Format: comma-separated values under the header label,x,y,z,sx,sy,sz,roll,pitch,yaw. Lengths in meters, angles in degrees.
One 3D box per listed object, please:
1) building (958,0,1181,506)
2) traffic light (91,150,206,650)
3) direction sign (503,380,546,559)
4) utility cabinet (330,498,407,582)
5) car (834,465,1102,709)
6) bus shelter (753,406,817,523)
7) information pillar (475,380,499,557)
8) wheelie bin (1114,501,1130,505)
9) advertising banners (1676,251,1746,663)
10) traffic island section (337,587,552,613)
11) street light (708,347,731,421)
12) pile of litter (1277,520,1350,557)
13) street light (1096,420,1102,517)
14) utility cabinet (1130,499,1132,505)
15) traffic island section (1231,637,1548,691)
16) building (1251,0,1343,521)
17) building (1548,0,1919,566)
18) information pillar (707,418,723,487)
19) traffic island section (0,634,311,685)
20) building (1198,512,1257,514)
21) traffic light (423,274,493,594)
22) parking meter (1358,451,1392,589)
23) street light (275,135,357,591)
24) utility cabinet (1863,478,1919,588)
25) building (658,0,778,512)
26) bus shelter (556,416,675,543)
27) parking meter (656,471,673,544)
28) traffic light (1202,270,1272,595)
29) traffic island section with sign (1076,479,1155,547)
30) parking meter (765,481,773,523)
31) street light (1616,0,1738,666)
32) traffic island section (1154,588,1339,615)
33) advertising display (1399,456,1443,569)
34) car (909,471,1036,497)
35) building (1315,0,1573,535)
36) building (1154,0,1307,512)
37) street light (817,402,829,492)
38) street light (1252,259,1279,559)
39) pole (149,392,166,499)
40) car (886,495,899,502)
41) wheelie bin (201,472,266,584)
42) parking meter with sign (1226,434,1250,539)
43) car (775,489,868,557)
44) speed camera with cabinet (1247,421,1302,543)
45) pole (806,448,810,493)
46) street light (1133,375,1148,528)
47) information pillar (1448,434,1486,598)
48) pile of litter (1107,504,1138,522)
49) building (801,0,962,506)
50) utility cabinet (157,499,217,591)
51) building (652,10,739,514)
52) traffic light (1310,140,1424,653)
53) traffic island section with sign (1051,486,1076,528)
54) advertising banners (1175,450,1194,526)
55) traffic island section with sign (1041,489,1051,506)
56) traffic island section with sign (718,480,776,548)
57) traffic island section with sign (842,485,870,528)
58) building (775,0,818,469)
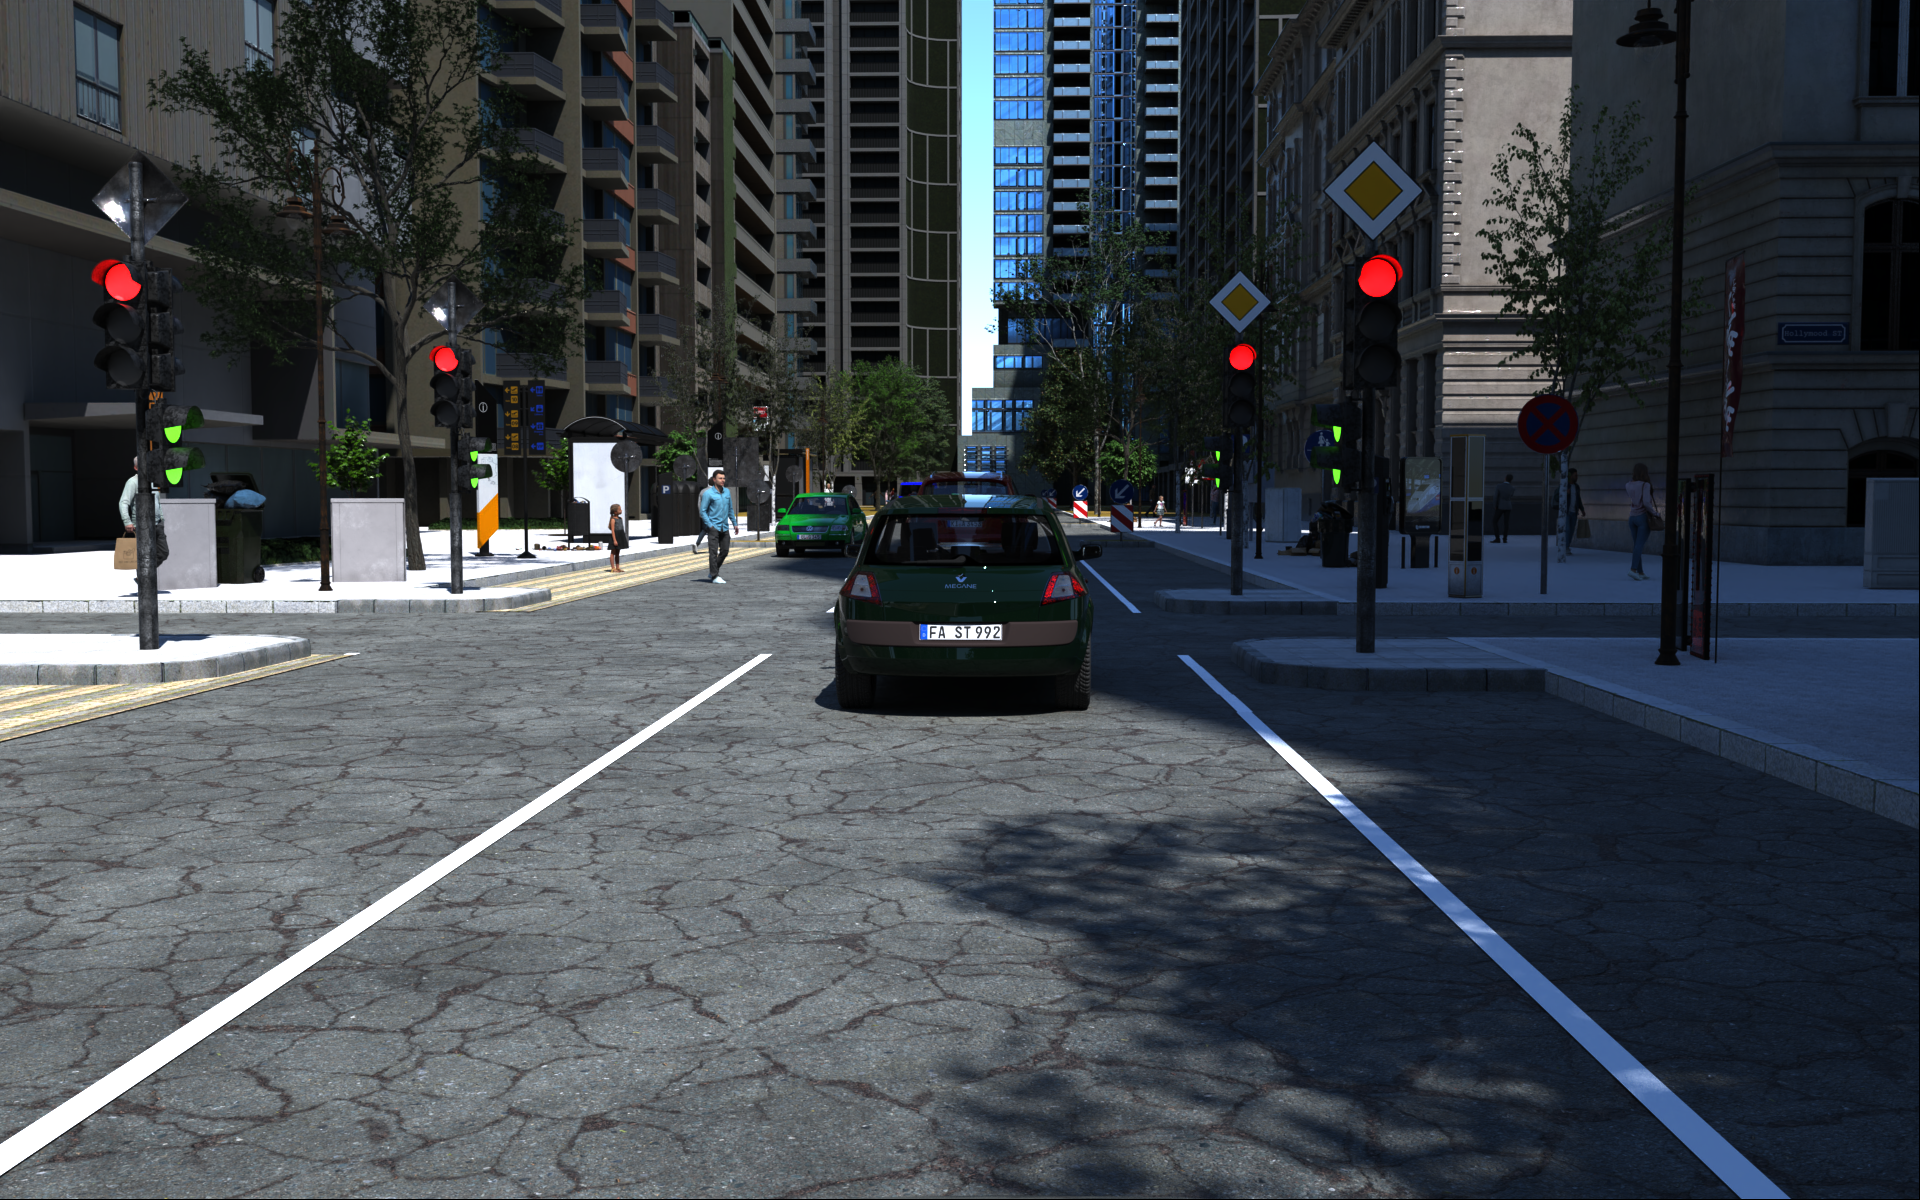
label,x,y,z,sx,sy,sz,roll,pitch,yaw
building,15.543,-54.160,198.192,31.000,86.520,22.319,0,4,2
traffic light,-6.688,-1.546,14.203,0.839,4.253,0.868,0,4,2
direction sign,-8.669,-2.602,34.538,0.876,3.537,0.379,1,4,12
utility cabinet,-8.654,-0.869,25.362,1.020,1.237,0.306,-1,4,-15
car,0.081,-0.194,12.957,2.009,1.686,4.222,0,4,2
bus shelter,-8.300,-6.364,81.690,2.179,5.291,8.768,0,4,2
information pillar,-9.753,-2.710,35.662,0.183,3.616,0.504,3,4,38
wheelie bin,8.195,-4.852,87.232,0.980,1.594,0.693,-2,4,-26
advertising banners,5.818,-1.061,13.541,0.090,3.025,2.074,1,4,11
traffic island section,-6.498,-0.002,22.321,2.009,0.180,2.903,0,4,2
street light,-7.584,-5.010,54.703,0.468,5.910,1.993,0,4,2
pile of litter,7.373,-1.354,36.097,1.176,0.858,1.719,-2,4,-27
street light,7.766,-7.571,96.575,0.468,5.910,1.993,0,4,2
utility cabinet,9.293,-5.191,96.039,0.306,1.237,1.020,0,4,-5
traffic island section,3.309,0.504,14.046,2.009,0.180,2.903,0,4,2
building,22.705,-18.186,84.735,14.401,28.519,23.554,0,4,2
building,31.482,-13.196,34.836,34.723,24.649,14.460,0,4,2
information pillar,-7.539,-3.801,53.504,0.504,3.616,0.183,-1,4,-17
traffic island section,-6.728,0.486,14.339,2.009,0.180,2.903,0,4,2
building,27.305,-42.434,132.054,20.563,71.187,20.611,0,4,2
traffic light,-6.458,-2.035,22.185,0.839,4.253,0.868,0,4,2
parking meter,5.648,-1.094,23.602,0.399,1.863,0.255,2,4,33
street light,-8.418,-3.059,22.803,0.468,5.910,1.993,0,4,2
utility cabinet,12.863,-0.896,23.320,1.173,1.500,0.318,0,4,8
building,-24.991,-30.485,122.124,21.300,48.544,21.600,0,4,2
bus shelter,-9.368,-3.284,47.614,2.014,3.302,5.546,0,4,2
parking meter,-7.604,-2.378,44.588,0.399,1.863,0.255,-1,4,-21
traffic light,3.499,-2.018,21.915,0.839,4.253,0.868,0,4,2
traffic island section with sign,4.279,-2.376,47.480,1.989,1.847,2.006,0,4,2
parking meter,-8.370,-4.297,75.965,0.255,1.863,0.399,2,4,27
street light,5.327,-2.451,12.861,0.468,5.910,1.993,0,4,2
traffic island section,3.539,0.015,22.028,2.009,0.180,2.903,0,4,2
advertising display,7.983,-1.516,30.008,0.974,1.923,0.123,-2,4,-34
car,0.180,-1.301,29.940,2.281,1.827,5.304,0,4,2
building,20.036,-14.292,62.558,11.050,23.489,19.941,0,4,2
building,28.416,-43.694,152.643,20.563,71.187,20.611,0,4,2
street light,-6.743,-6.891,85.448,0.468,5.910,1.993,0,4,2
street light,5.929,-3.757,34.209,0.468,5.910,1.993,0,4,2
pole,-11.097,-1.840,23.921,0.158,3.312,0.155,0,3,0
car,-3.788,-6.145,112.470,2.014,1.417,4.499,0,4,2
wheelie bin,-10.430,-1.039,24.891,0.980,1.594,0.693,1,4,9
parking meter with sign,7.953,-3.269,49.713,0.543,3.016,1.738,1,4,15
car,-3.235,-1.965,40.931,1.959,1.807,4.718,0,4,3
speed camera with cabinet,8.404,-3.189,46.469,0.660,3.252,2.038,-1,4,-21
pole,-6.773,-5.092,77.100,0.158,3.312,0.155,0,3,0
street light,6.848,-5.690,65.819,0.468,5.910,1.993,0,4,2
information pillar,6.262,-1.035,21.411,0.304,2.012,0.304,-2,4,-28
pile of litter,7.598,-3.986,79.139,1.719,0.858,1.176,2,4,34
building,-10.304,-46.443,197.595,20.611,71.187,20.563,0,4,2
utility cabinet,-10.586,-0.750,23.417,0.306,1.237,1.020,2,4,30
building,-21.571,-20.370,104.750,14.160,30.474,14.107,0,4,2
traffic light,3.269,-1.530,13.934,0.839,4.253,0.868,0,4,2
traffic island section with sign,5.060,-4.048,74.814,1.989,1.847,2.006,0,4,2
advertising banners,9.031,-4.483,69.484,0.090,3.025,2.074,-1,4,-12
traffic island section with sign,6.481,-7.062,124.092,1.989,1.847,2.006,0,4,2
traffic island section with sign,-5.465,-2.341,46.905,1.989,1.847,2.006,0,4,2
traffic island section with sign,-4.682,-3.990,73.869,1.989,1.847,2.006,0,4,2
building,-28.445,-32.673,153.817,30.456,49.044,23.786,0,4,2
